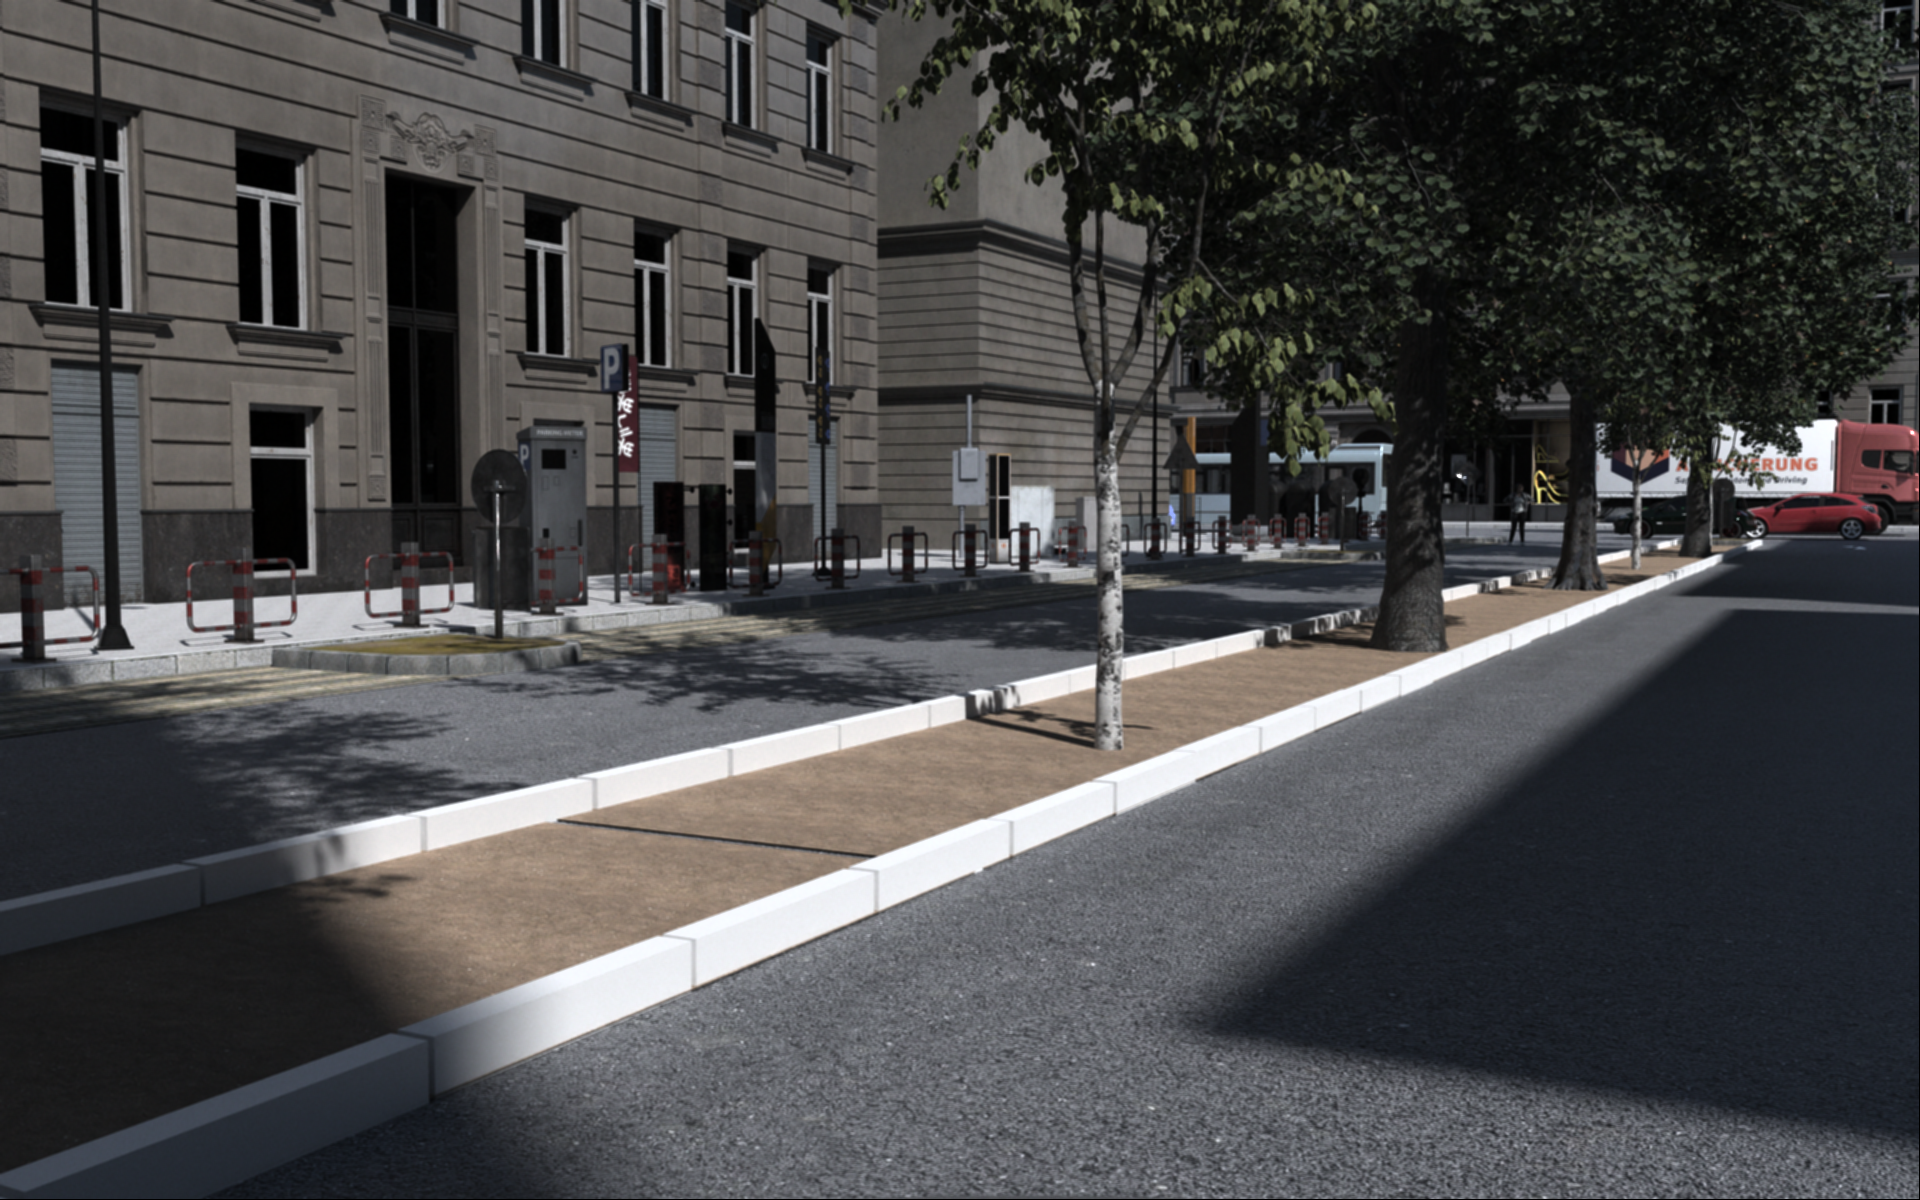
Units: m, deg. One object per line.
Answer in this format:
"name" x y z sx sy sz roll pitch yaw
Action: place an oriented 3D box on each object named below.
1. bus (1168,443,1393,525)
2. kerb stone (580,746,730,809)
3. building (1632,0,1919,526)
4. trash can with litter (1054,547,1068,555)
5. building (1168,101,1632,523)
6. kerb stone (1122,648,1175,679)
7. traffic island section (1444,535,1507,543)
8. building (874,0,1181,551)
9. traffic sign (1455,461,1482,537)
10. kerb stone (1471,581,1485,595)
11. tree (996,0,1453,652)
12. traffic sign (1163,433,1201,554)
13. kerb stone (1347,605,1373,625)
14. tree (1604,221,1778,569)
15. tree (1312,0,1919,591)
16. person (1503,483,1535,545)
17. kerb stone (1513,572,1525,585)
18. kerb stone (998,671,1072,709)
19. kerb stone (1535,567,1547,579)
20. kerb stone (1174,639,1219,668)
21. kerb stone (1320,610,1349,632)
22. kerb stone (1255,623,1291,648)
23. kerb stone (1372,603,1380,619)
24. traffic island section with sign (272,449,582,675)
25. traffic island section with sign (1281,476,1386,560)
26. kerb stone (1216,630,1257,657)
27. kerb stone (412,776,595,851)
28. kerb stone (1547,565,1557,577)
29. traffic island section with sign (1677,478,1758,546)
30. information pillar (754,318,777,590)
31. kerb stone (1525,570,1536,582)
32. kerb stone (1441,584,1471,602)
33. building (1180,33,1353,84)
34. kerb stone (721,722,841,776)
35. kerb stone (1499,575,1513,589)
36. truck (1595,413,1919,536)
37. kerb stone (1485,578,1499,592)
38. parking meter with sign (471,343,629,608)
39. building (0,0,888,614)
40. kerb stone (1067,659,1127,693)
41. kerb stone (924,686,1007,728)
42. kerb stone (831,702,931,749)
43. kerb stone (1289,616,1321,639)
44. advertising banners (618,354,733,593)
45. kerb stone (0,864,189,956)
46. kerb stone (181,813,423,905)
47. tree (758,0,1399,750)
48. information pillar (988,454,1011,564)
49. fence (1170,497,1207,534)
"bus" 9.779 -4.376 66.407 13.247 3.499 2.948 2 4 26
"kerb stone" -1.454 0.851 8.288 0.120 0.150 1.000 2 4 28
"building" 42.556 -16.909 73.733 25.104 27.353 12.463 2 4 28
"trash can with litter" 1.776 -1.602 37.255 1.678 1.210 2.233 -1 4 -17
"building" 13.195 -14.582 89.325 40.483 20.767 10.553 2 4 28
"kerb stone" 1.449 0.518 13.727 0.120 0.150 1.000 2 4 28
"traffic island section" 15.166 -1.809 51.850 2.009 0.180 2.903 2 4 28
"building" -11.287 -14.276 52.501 34.723 24.649 14.460 2 4 28
"traffic sign" 15.190 -2.944 51.776 0.795 2.450 0.064 2 4 28
"kerb stone" 7.258 -0.143 24.607 0.120 0.150 1.000 2 4 28
"tree" 4.166 -6.513 15.597 9.857 13.997 8.962 0 3 0
"traffic sign" 4.732 -2.268 37.083 0.884 2.594 0.081 2 4 32
"kerb stone" 4.355 0.185 19.168 0.120 0.150 1.000 2 4 28
"tree" 12.712 -4.860 32.273 4.737 8.622 4.395 0 3 0
"tree" 9.338 -6.499 25.717 9.611 12.733 9.660 0 3 0
"person" 15.592 -2.392 48.336 0.841 1.734 0.376 1 4 20
"kerb stone" 8.714 -0.310 27.320 0.120 0.150 1.000 2 4 28
"kerb stone" 0.490 0.629 11.915 0.120 0.150 1.000 2 4 28
"kerb stone" 9.679 -0.425 29.148 0.120 0.150 1.000 2 4 28
"kerb stone" 1.938 0.463 14.632 0.120 0.150 1.000 2 4 28
"kerb stone" 3.877 0.241 18.262 0.120 0.150 1.000 2 4 28
"kerb stone" 2.908 0.351 16.450 0.120 0.150 1.000 2 4 28
"kerb stone" 4.839 0.130 20.078 0.120 0.150 1.000 2 4 28
"traffic island section with sign" -4.324 -0.366 14.604 1.989 1.847 2.006 2 4 28
"traffic island section with sign" 8.378 -1.820 38.392 1.989 1.847 2.006 2 4 28
"kerb stone" 2.420 0.407 15.536 0.120 0.150 1.000 2 4 28
"kerb stone" -1.940 0.909 7.369 0.120 0.150 1.000 2 4 28
"kerb stone" 10.172 -0.480 30.047 0.120 0.150 1.000 2 4 28
"traffic island section with sign" 21.404 -2.487 48.804 2.006 1.907 1.989 2 4 28
"information pillar" -2.621 -1.955 23.311 0.183 3.616 0.504 1 4 20
"kerb stone" 9.194 -0.369 28.235 0.120 0.150 1.000 2 4 28
"kerb stone" 6.786 -0.089 23.697 0.120 0.150 1.000 2 4 28
"building" 40.354 -40.354 201.782 28.212 58.520 21.231 2 4 28
"kerb stone" -0.963 0.796 9.202 0.120 0.150 1.000 2 4 28
"kerb stone" 8.236 -0.258 26.413 0.120 0.150 1.000 2 4 28
"truck" 28.717 -4.458 61.795 11.283 4.237 2.839 2 4 28
"kerb stone" 7.746 -0.196 25.509 0.120 0.150 1.000 2 4 28
"parking meter with sign" -4.686 -1.440 19.811 1.738 3.016 0.543 -3 4 -38
"building" -12.244 -13.990 25.995 12.463 27.353 25.104 2 4 28
"kerb stone" 0.968 0.573 12.822 0.120 0.150 1.000 2 4 28
"kerb stone" 0.005 0.684 11.010 0.120 0.150 1.000 2 4 28
"kerb stone" -0.481 0.739 10.107 0.120 0.150 1.000 2 4 28
"kerb stone" 3.389 0.296 17.356 0.120 0.150 1.000 2 4 28
"advertising banners" -3.726 -1.597 22.291 0.090 3.025 2.074 3 5 40
"kerb stone" -2.906 1.020 5.555 0.120 0.150 1.000 2 4 28
"kerb stone" -2.430 0.962 6.463 0.120 0.150 1.000 2 4 28
"tree" 0.757 -3.449 9.207 4.737 8.622 4.395 0 3 0
"information pillar" 0.725 -1.671 31.809 0.304 2.012 0.304 -2 4 -32
"fence" 6.890 -2.686 55.124 2.264 1.192 0.480 -3 4 -37
